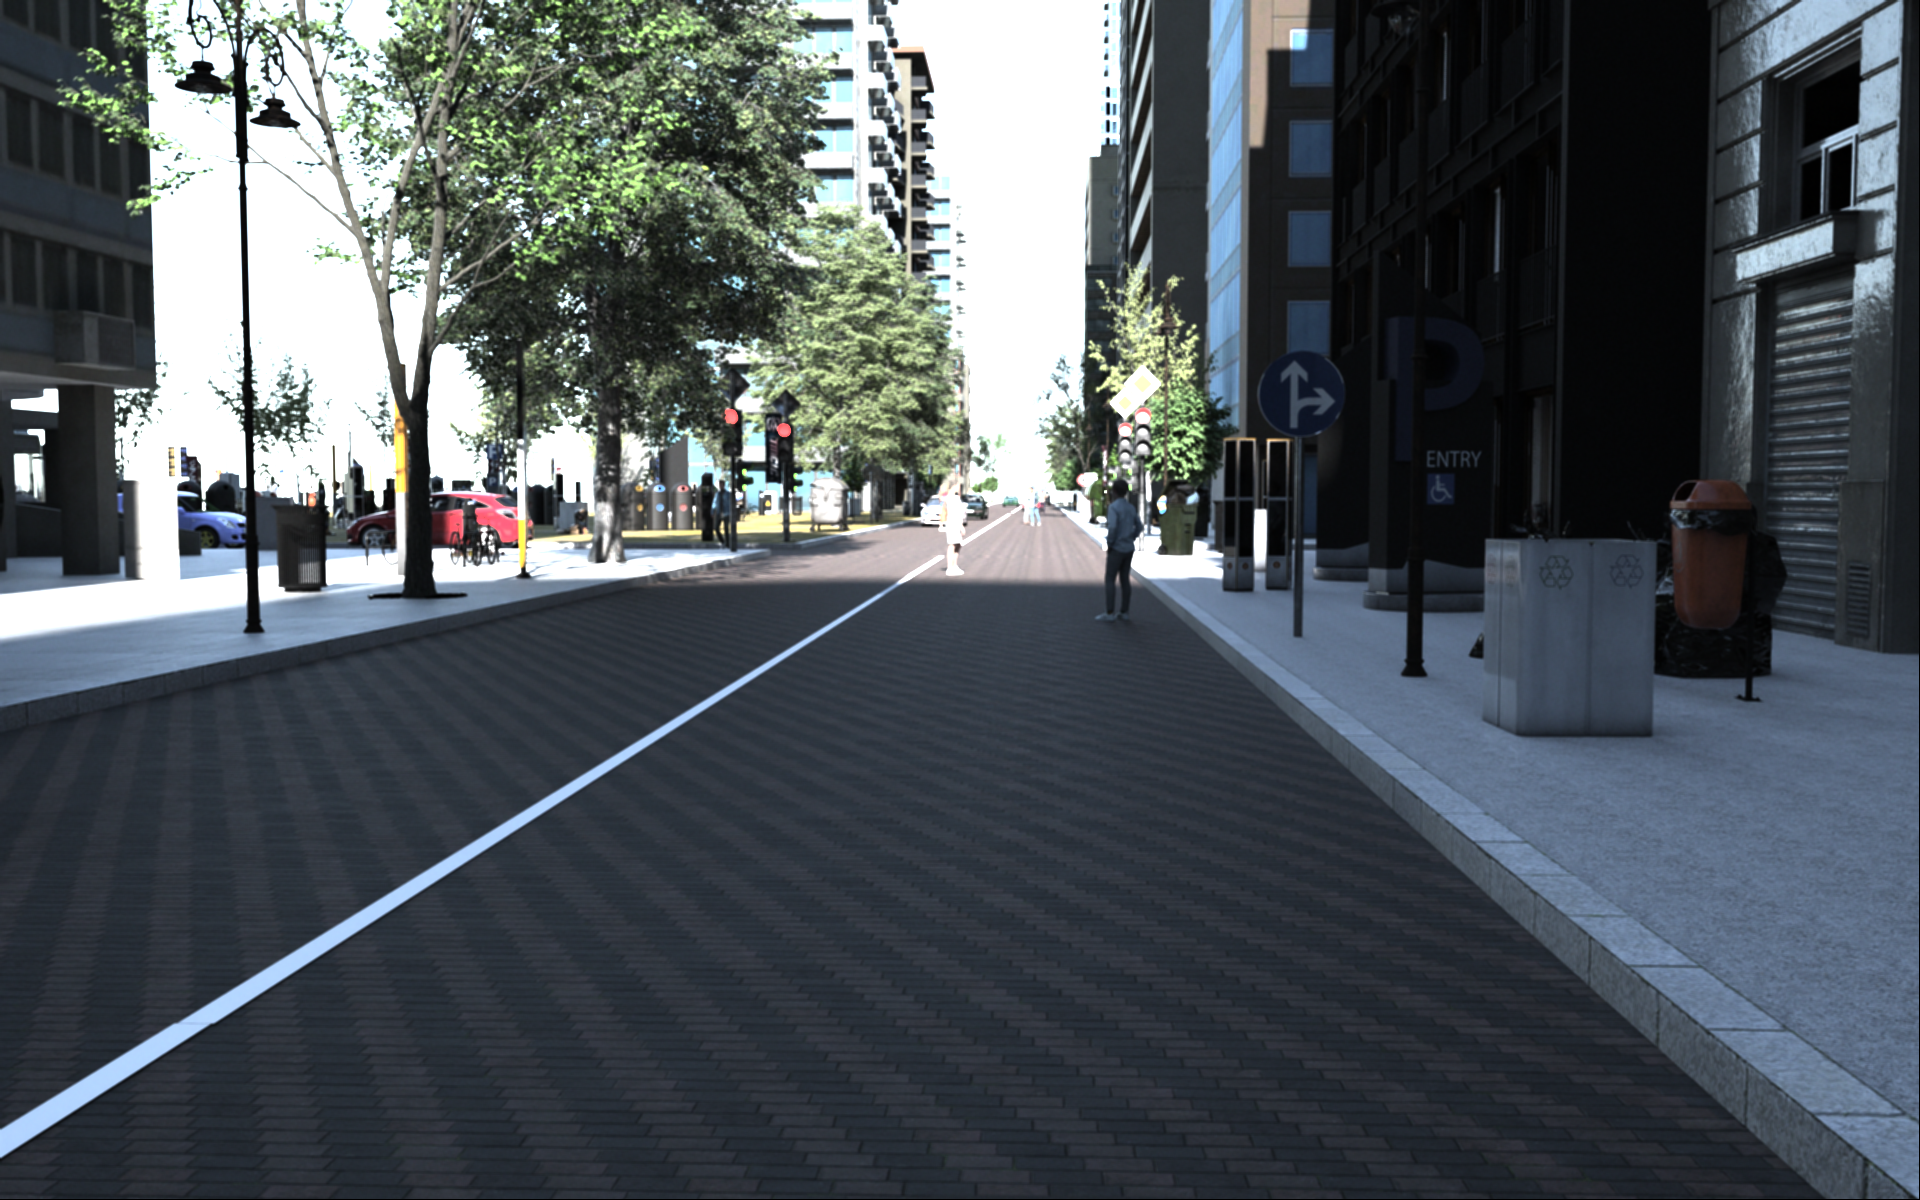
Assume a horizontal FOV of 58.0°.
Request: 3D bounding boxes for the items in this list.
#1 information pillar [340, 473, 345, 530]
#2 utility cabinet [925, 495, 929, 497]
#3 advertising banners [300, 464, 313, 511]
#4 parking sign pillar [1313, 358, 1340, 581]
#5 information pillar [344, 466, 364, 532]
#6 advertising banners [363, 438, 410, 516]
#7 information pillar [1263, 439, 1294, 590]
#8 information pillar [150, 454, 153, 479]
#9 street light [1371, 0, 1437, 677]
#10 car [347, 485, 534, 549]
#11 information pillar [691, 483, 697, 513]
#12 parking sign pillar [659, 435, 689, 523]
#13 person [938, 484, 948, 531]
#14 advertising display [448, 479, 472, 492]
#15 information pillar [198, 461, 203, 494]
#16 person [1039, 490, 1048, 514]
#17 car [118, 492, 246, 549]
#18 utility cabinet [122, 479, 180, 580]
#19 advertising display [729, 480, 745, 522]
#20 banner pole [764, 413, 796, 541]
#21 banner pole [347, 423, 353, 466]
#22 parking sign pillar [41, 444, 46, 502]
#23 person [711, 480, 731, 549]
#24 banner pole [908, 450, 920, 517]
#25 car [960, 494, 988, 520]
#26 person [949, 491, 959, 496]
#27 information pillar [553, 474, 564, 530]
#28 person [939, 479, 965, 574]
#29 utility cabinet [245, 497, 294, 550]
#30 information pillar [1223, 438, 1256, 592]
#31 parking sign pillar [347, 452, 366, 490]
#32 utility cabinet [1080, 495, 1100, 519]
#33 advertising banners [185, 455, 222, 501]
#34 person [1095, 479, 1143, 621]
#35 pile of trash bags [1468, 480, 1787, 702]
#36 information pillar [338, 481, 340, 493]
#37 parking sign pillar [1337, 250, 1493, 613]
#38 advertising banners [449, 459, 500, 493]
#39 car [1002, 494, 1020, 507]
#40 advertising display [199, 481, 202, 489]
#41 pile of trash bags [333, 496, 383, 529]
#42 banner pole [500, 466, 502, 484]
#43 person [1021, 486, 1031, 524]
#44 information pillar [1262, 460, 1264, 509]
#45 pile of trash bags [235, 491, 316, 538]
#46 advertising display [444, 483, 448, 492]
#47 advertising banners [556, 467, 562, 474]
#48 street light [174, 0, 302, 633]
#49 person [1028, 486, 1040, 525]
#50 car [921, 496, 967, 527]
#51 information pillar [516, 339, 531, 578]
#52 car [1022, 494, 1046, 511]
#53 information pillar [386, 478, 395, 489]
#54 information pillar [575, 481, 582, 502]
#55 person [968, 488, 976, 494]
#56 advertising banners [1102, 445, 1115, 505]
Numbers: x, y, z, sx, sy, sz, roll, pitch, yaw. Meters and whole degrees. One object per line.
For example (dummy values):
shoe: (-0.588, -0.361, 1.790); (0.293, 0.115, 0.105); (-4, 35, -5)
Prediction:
information pillar: (-20.896, -3.354, 59.329); (0.304, 2.012, 0.304); (3, 4, 38)
utility cabinet: (-2.553, -6.574, 118.643); (0.306, 1.237, 1.020); (3, 4, 36)
advertising banners: (-37.680, -6.344, 99.910); (0.090, 3.025, 2.074); (0, 4, 0)
parking sign pillar: (6.038, -2.290, 25.919); (1.447, 3.967, 1.447); (2, 4, 27)
information pillar: (-16.084, -2.544, 46.082); (0.304, 2.012, 0.304); (3, 4, 36)
advertising banners: (-17.704, -3.515, 53.665); (0.090, 3.025, 2.074); (3, 4, 38)
information pillar: (4.284, -1.145, 23.216); (0.304, 2.012, 0.304); (1, 4, 22)
information pillar: (-46.658, -6.645, 100.007); (0.183, 3.616, 0.504); (-2, 4, -34)
street light: (3.206, -2.401, 12.050); (0.468, 5.910, 1.993); (0, 4, 3)
car: (-12.754, -2.042, 42.431); (4.494, 1.783, 2.155); (0, 4, 4)
information pillar: (-17.949, -6.874, 116.876); (0.304, 2.012, 0.304); (-2, 4, -26)
parking sign pillar: (-12.891, -5.480, 78.075); (1.447, 3.967, 1.447); (-1, 4, -13)
person: (-0.641, -3.646, 68.093); (0.573, 1.828, 0.580); (-3, 4, -38)
advertising display: (-21.932, -4.343, 76.228); (0.123, 1.923, 0.974); (3, 5, 42)
information pillar: (-49.654, -7.442, 113.023); (0.183, 3.616, 0.504); (1, 4, 18)
person: (6.115, -7.248, 127.539); (0.617, 1.759, 0.750); (1, 4, 21)
car: (-19.900, -2.111, 44.109); (3.694, 1.707, 1.945); (0, 4, 3)
utility cabinet: (-12.044, -1.047, 25.800); (1.173, 1.500, 0.318); (3, 5, 42)
advertising display: (-10.312, -4.580, 80.091); (0.974, 1.923, 0.123); (3, 5, 41)
banner pole: (-4.917, -3.500, 47.244); (0.863, 3.779, 0.401); (0, 4, 7)
banner pole: (-21.386, -4.332, 60.848); (0.401, 3.779, 0.863); (-2, 4, -28)
parking sign pillar: (-35.044, -4.811, 67.132); (1.447, 3.967, 1.447); (2, 4, 35)
person: (-5.899, -2.107, 43.289); (0.601, 1.785, 0.444); (1, 4, 19)
banner pole: (-2.642, -6.674, 99.141); (0.863, 3.779, 0.401); (2, 4, 33)
car: (0.639, -5.385, 97.827); (2.009, 1.686, 4.222); (0, 4, 4)
person: (-0.347, -4.826, 86.766); (0.474, 1.900, 0.648); (2, 4, 26)
information pillar: (-14.364, -3.518, 62.006); (0.304, 2.012, 0.304); (-2, 4, -33)
person: (-0.123, -1.312, 30.948); (0.522, 1.701, 0.512); (-1, 4, -19)
utility cabinet: (-15.799, -1.744, 39.675); (1.020, 1.237, 0.306); (0, 4, 0)
information pillar: (3.676, -1.121, 22.821); (0.304, 2.012, 0.304); (-2, 4, -30)
parking sign pillar: (-38.464, -7.458, 110.410); (1.447, 3.967, 1.447); (1, 4, 15)
utility cabinet: (6.614, -4.696, 87.937); (1.020, 1.237, 0.306); (-1, 4, -19)
advertising banners: (-33.985, -5.040, 78.588); (2.074, 3.025, 0.090); (-1, 4, -19)
person: (1.819, -0.574, 19.697); (0.589, 1.601, 0.330); (-2, 4, -35)
pile of trash bags: (4.822, -0.149, 12.182); (1.912, 1.369, 3.447); (0, 4, 6)
information pillar: (-34.611, -5.669, 97.175); (0.304, 2.012, 0.304); (-2, 4, -34)
parking sign pillar: (5.263, -1.887, 19.329); (1.447, 3.967, 1.447); (-1, 4, -16)
advertising banners: (-18.659, -4.306, 66.597); (2.074, 3.025, 0.090); (-1, 4, -15)
car: (5.762, -11.242, 195.600); (2.131, 1.459, 4.920); (0, 4, 2)
advertising display: (-36.556, -4.746, 82.808); (0.123, 1.923, 0.974); (0, 4, 7)
pile of trash bags: (-21.681, -3.389, 65.155); (1.912, 1.369, 3.447); (3, 5, 41)
banner pole: (-31.535, -7.872, 118.724); (0.863, 3.779, 0.401); (-2, 4, -24)
person: (3.232, -4.568, 83.282); (0.391, 1.810, 0.635); (3, 4, 37)
information pillar: (6.677, -2.004, 37.250); (0.304, 2.012, 0.304); (2, 4, 24)
pile of trash bags: (-19.919, -2.449, 49.799); (1.912, 1.369, 3.447); (-1, 4, -11)
advertising display: (-30.225, -5.844, 100.767); (0.974, 1.923, 0.123); (1, 4, 10)
advertising banners: (-25.953, -6.935, 109.579); (0.090, 3.025, 2.074); (3, 4, 37)
street light: (-6.549, -2.636, 15.887); (0.468, 5.910, 1.993); (0, 4, 3)
person: (3.373, -4.311, 79.336); (0.623, 1.781, 0.721); (2, 4, 24)
car: (-0.676, -3.967, 77.214); (2.083, 1.381, 4.827); (0, 4, 3)
information pillar: (-6.707, -2.152, 26.539); (0.183, 3.616, 0.504); (0, 4, -8)
car: (6.141, -8.350, 145.566); (2.155, 1.783, 4.494); (0, 4, 4)
information pillar: (-25.822, -4.531, 78.578); (0.304, 2.012, 0.304); (1, 4, 9)
information pillar: (-21.397, -5.665, 97.113); (0.304, 2.012, 0.304); (0, 4, 2)
person: (0.751, -6.270, 111.201); (0.592, 1.802, 0.473); (3, 5, 42)
advertising banners: (5.510, -4.052, 62.430); (0.090, 3.025, 2.074); (2, 4, 28)
